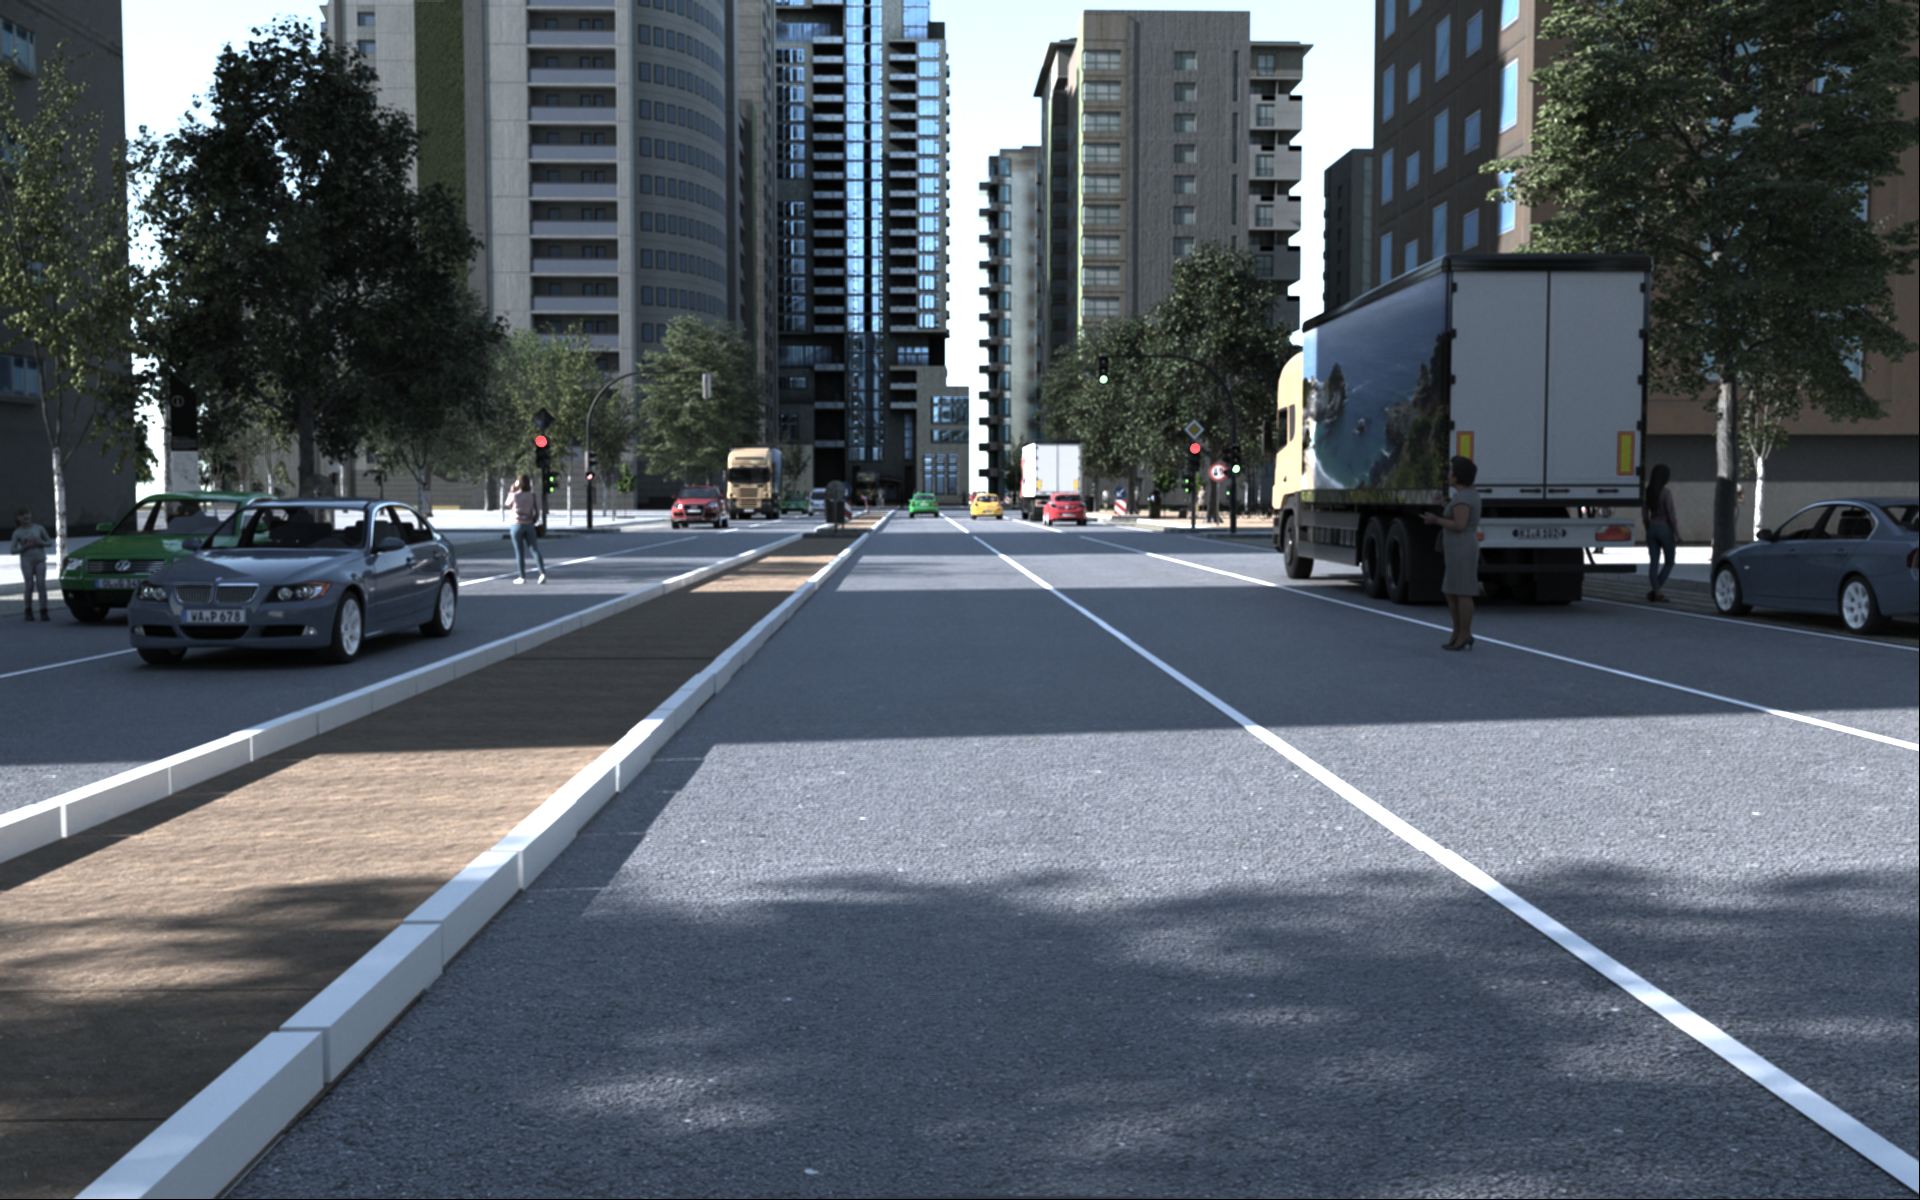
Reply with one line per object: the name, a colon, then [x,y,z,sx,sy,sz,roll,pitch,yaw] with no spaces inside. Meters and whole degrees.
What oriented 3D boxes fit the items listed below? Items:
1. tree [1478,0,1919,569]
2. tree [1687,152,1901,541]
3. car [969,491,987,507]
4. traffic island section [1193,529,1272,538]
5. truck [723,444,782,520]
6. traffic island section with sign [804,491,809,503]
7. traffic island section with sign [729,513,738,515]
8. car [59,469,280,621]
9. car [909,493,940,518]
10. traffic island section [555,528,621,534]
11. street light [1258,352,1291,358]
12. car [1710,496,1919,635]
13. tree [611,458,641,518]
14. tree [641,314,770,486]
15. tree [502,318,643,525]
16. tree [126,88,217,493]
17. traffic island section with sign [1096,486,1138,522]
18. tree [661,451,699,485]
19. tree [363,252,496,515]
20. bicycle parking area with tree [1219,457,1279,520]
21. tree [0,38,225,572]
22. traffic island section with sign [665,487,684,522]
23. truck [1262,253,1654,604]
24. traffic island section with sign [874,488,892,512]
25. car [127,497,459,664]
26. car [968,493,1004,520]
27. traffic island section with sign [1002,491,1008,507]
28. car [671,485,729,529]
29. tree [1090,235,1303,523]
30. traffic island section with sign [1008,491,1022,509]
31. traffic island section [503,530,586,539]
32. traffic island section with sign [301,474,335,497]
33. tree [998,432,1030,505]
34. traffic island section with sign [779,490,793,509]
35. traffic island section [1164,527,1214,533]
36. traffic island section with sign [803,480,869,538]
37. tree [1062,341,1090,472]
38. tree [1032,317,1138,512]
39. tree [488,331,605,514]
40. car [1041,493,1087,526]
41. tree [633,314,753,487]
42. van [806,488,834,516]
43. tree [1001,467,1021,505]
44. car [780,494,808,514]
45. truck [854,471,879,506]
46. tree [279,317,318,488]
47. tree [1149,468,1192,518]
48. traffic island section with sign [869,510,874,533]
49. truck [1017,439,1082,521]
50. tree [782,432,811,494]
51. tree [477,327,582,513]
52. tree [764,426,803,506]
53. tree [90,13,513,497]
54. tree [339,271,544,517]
tree: [12.364,-6.750,28.484,7.486,12.596,7.792,0,3,0]
tree: [17.194,-5.274,36.596,4.360,8.622,3.978,0,3,0]
car: [2.149,-11.351,194.258,2.281,1.827,5.304,0,4,-2]
traffic island section: [8.996,-2.122,56.967,2.009,0.180,2.903,0,4,-2]
truck: [-11.742,-6.754,99.335,2.839,4.237,11.283,0,4,-3]
traffic island section with sign: [-17.068,-11.294,193.284,1.989,1.847,2.006,0,4,-2]
traffic island section with sign: [-14.903,-6.605,116.626,1.989,1.847,2.006,0,4,-2]
car: [-9.138,-0.742,20.923,1.959,1.807,4.718,0,4,-3]
car: [-2.211,-6.004,106.954,1.959,1.807,4.718,0,4,-1]
traffic island section: [-13.761,-2.571,64.323,2.009,0.180,2.903,0,4,-2]
street light: [10.448,-5.158,56.881,1.470,5.913,1.316,0,4,-2]
car: [9.873,-0.416,18.801,2.014,1.417,4.499,0,4,-2]
tree: [-17.688,-5.940,91.727,1.663,3.219,1.824,0,3,0]
tree: [-18.032,-13.297,124.062,9.857,13.997,8.962,0,3,0]
tree: [-16.490,-7.436,71.940,4.737,8.622,4.395,0,3,0]
tree: [-34.650,-13.636,78.837,12.611,20.169,13.585,0,3,0]
traffic island section with sign: [8.082,-4.949,89.538,1.989,1.847,2.006,0,4,-2]
tree: [-21.116,-11.352,135.960,4.737,8.622,4.395,0,3,0]
tree: [-16.207,-6.200,51.732,4.360,8.622,3.978,0,3,0]
bicycle parking area with tree: [17.983,-6.184,88.114,9.016,4.147,8.231,0,4,6]
tree: [-14.616,-4.766,28.280,4.737,8.622,4.395,0,3,0]
traffic island section with sign: [-14.138,-4.949,89.536,1.989,1.847,2.006,0,4,-2]
truck: [6.765,-2.256,25.805,2.839,4.237,11.283,0,4,-1]
traffic island section with sign: [-6.434,-8.025,139.352,2.006,1.907,1.989,0,4,-2]
car: [-6.011,-0.253,16.139,2.014,1.417,4.499,0,3,0]
car: [1.502,-5.394,98.409,2.015,1.641,3.980,0,4,-2]
traffic island section with sign: [5.146,-11.327,193.827,1.989,1.847,2.006,0,4,-2]
car: [-10.975,-3.956,73.353,2.281,1.827,5.304,0,4,-2]
tree: [11.409,-9.781,76.926,9.611,12.733,9.660,0,3,0]
traffic island section with sign: [5.904,-9.679,166.882,1.989,1.847,2.006,0,4,-2]
traffic island section: [-13.537,-2.083,56.341,2.009,0.180,2.903,0,4,-2]
traffic island section with sign: [-12.581,-1.525,33.555,1.989,1.847,2.006,0,4,-2]
tree: [6.681,-15.509,203.940,4.737,8.622,4.395,0,3,0]
traffic island section with sign: [-16.295,-9.646,166.340,1.989,1.847,2.006,0,4,-2]
traffic island section: [8.771,-2.610,64.949,2.009,0.180,2.903,0,4,-2]
traffic island section with sign: [-4.112,-2.979,56.839,2.006,1.907,1.989,0,4,-2]
tree: [10.596,-11.655,107.560,9.611,12.733,9.660,0,3,0]
tree: [9.943,-13.432,126.276,9.857,13.997,8.962,0,3,0]
tree: [-26.229,-11.246,109.624,9.928,11.665,9.643,0,3,0]
car: [4.809,-4.313,79.554,2.155,1.783,4.494,0,4,0]
tree: [-16.846,-11.697,109.371,7.486,12.596,7.792,0,3,0]
van: [-9.138,-6.556,114.197,2.013,2.044,4.112,0,4,-4]
tree: [6.691,-13.916,211.233,4.285,4.588,4.351,0,3,0]
car: [-11.899,-7.083,124.609,1.959,1.807,4.718,0,4,-2]
truck: [-11.207,-13.509,209.780,2.839,4.237,11.283,0,4,-1]
tree: [-26.105,-7.079,66.108,4.737,8.622,4.395,0,3,0]
tree: [10.962,-5.931,91.570,1.663,3.219,1.824,0,3,0]
traffic island section with sign: [-4.311,-3.432,64.243,2.006,1.907,1.989,0,4,-2]
truck: [4.805,-6.449,94.352,2.839,4.237,11.283,0,4,-2]
tree: [-19.774,-15.692,206.929,4.737,8.622,4.395,0,3,0]
tree: [-29.495,-12.259,118.559,7.486,12.596,7.792,0,3,0]
tree: [-19.375,-14.491,187.296,4.360,8.622,3.978,0,3,0]
tree: [-15.762,-7.633,41.811,9.611,12.733,9.660,0,3,0]
tree: [-29.720,-11.592,96.184,9.857,13.997,8.962,0,3,0]
